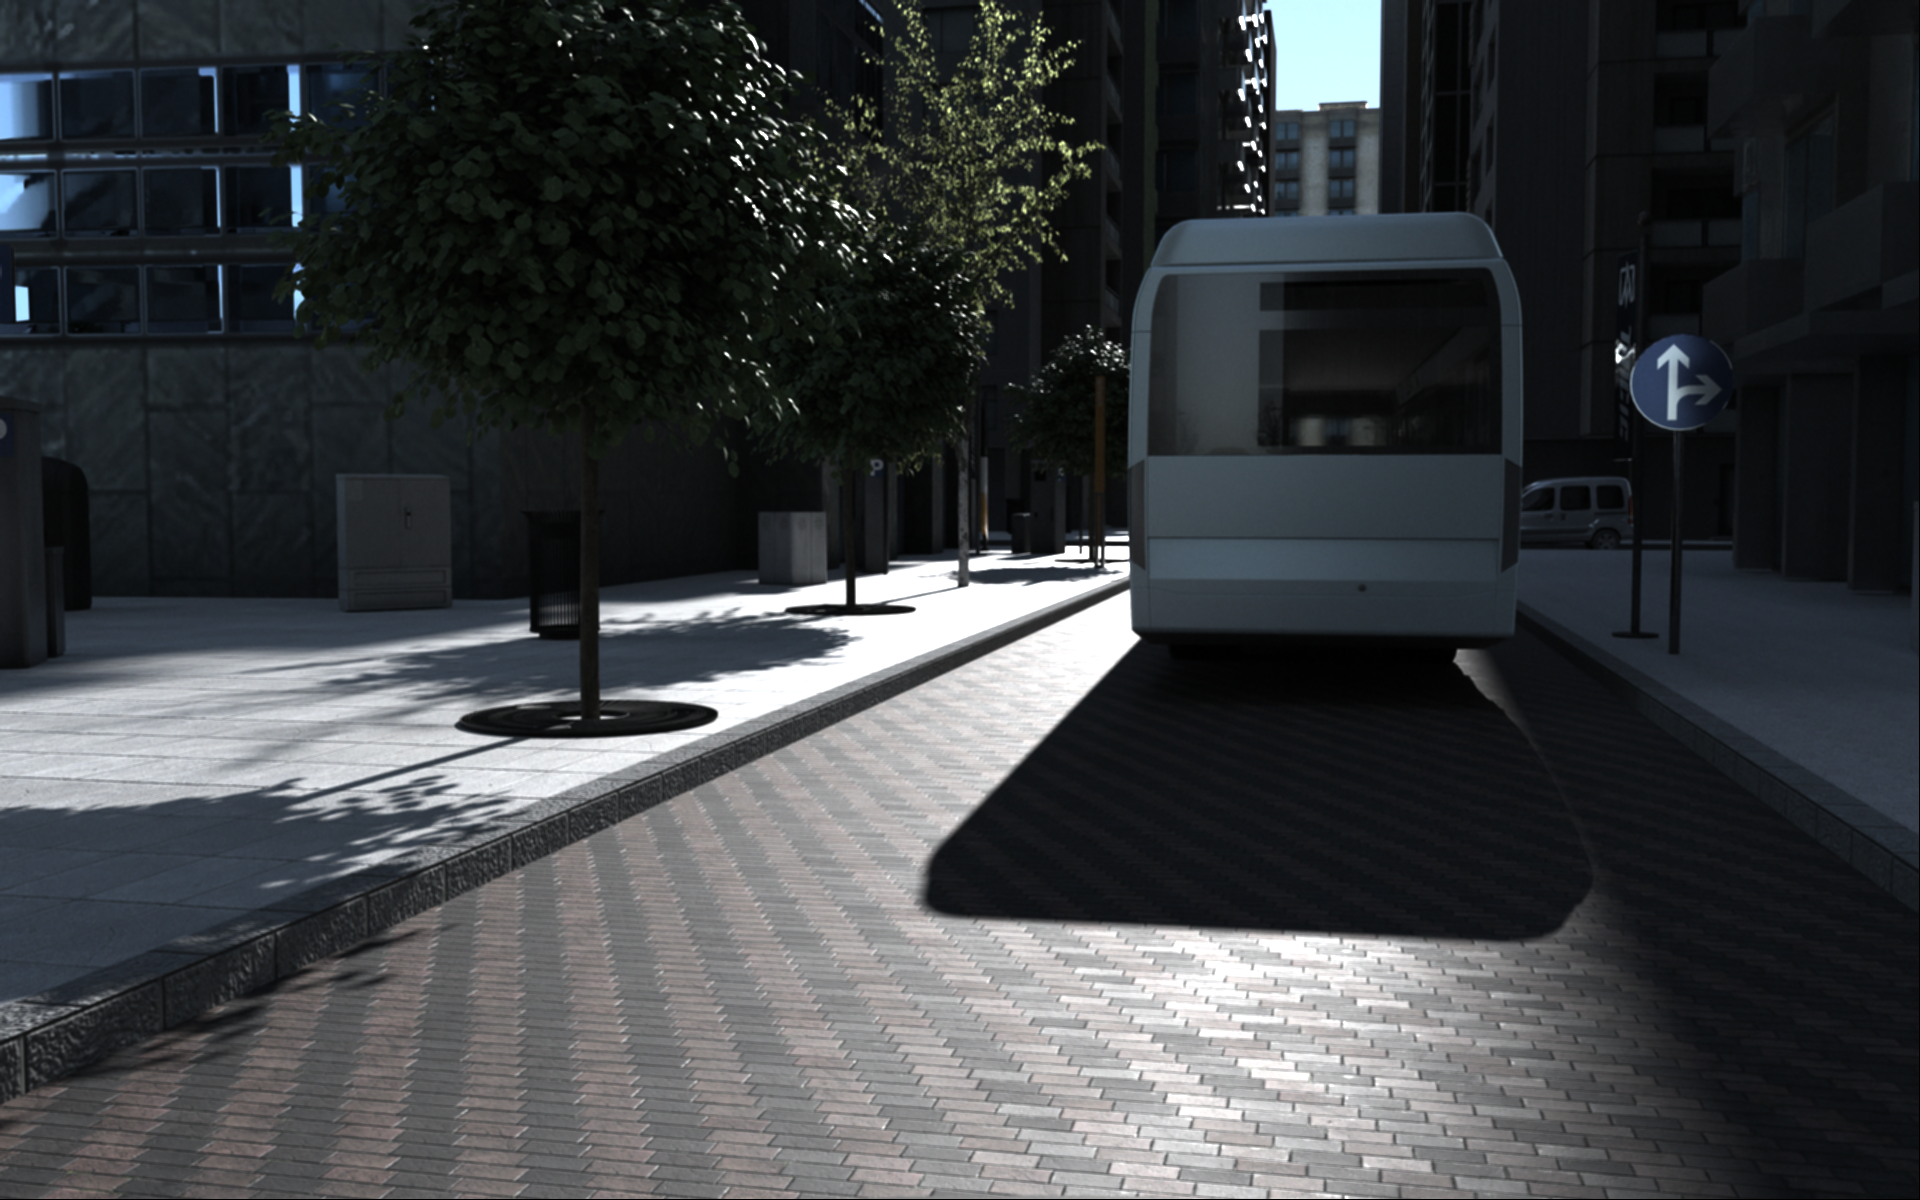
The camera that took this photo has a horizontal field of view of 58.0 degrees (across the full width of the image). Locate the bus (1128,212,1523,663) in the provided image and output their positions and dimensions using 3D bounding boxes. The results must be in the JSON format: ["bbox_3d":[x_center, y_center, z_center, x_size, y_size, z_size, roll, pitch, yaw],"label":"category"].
[{"bbox_3d":[3.599,-1.414,17.983,2.948,3.499,13.247,1,4,10],"label":"bus"}]

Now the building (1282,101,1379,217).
[{"bbox_3d":[46.927,-36.366,214.198,30.456,49.044,23.786,1,4,12],"label":"building"}]

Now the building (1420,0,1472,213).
[{"bbox_3d":[37.298,-40.881,106.655,20.563,71.187,20.611,1,4,12],"label":"building"}]

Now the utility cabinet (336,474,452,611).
[{"bbox_3d":[-6.242,-0.640,19.146,1.173,1.500,0.318,-3,5,-40],"label":"utility cabinet"}]

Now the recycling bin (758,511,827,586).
[{"bbox_3d":[-2.392,-0.745,24.735,0.722,1.027,0.722,3,4,38],"label":"recycling bin"}]

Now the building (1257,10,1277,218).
[{"bbox_3d":[21.801,-31.195,160.140,14.600,45.320,14.200,1,4,12],"label":"building"}]

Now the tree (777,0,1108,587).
[{"bbox_3d":[-0.190,-4.491,23.787,4.360,8.622,3.978,0,3,0],"label":"tree"}]

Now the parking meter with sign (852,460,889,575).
[{"bbox_3d":[-1.424,-1.960,28.313,0.543,3.016,1.738,-1,4,-17],"label":"parking meter with sign"}]

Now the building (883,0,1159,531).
[{"bbox_3d":[-0.287,-23.306,64.652,14.154,41.232,14.086,1,4,12],"label":"building"}]

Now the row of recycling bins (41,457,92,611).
[{"bbox_3d":[-10.577,-0.660,17.907,1.069,1.692,3.534,1,4,22],"label":"row of recycling bins"}]

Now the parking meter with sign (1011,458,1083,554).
[{"bbox_3d":[1.901,-2.510,37.301,1.738,3.016,0.543,2,4,35],"label":"parking meter with sign"}]

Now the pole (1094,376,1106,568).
[{"bbox_3d":[2.432,-2.215,30.055,0.158,3.312,0.155,0,3,0],"label":"pole"}]

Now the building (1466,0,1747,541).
[{"bbox_3d":[22.993,-22.513,51.683,14.086,41.232,14.154,1,4,12],"label":"building"}]

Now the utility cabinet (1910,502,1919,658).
[{"bbox_3d":[7.864,-0.169,13.929,0.306,1.237,1.020,2,4,25],"label":"utility cabinet"}]

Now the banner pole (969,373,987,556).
[{"bbox_3d":[0.306,-2.796,35.729,0.401,3.779,0.863,1,4,16],"label":"banner pole"}]

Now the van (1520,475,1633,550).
[{"bbox_3d":[14.036,-2.120,41.678,4.112,2.044,2.013,1,4,13],"label":"van"}]

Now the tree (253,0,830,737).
[{"bbox_3d":[-2.027,-1.587,9.653,4.285,4.588,4.351,0,3,0],"label":"tree"}]

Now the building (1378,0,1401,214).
[{"bbox_3d":[53.384,-38.813,176.583,21.231,58.520,28.212,1,4,12],"label":"building"}]

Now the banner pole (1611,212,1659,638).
[{"bbox_3d":[6.075,-1.570,15.695,0.401,3.779,0.863,0,4,0],"label":"banner pole"}]

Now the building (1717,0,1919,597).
[{"bbox_3d":[21.355,-24.313,17.125,23.786,49.044,30.456,1,4,12],"label":"building"}]

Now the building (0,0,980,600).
[{"bbox_3d":[-17.042,-43.955,31.332,31.000,86.520,22.319,1,4,12],"label":"building"}]

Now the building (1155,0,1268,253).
[{"bbox_3d":[12.857,-31.750,138.726,23.786,49.044,30.456,1,4,12],"label":"building"}]

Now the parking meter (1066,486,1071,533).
[{"bbox_3d":[3.456,-2.950,56.638,0.372,1.533,0.369,0,3,0],"label":"parking meter"}]

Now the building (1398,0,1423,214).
[{"bbox_3d":[39.858,-29.263,128.568,14.600,45.320,14.200,1,4,12],"label":"building"}]

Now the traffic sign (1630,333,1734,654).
[{"bbox_3d":[5.735,-0.839,13.830,0.768,2.556,0.104,1,4,18],"label":"traffic sign"}]

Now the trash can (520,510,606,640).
[{"bbox_3d":[-3.526,-0.231,15.429,0.748,1.137,0.748,0,3,0],"label":"trash can"}]

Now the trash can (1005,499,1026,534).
[{"bbox_3d":[1.781,-2.684,55.533,0.748,1.137,0.748,0,3,0],"label":"trash can"}]

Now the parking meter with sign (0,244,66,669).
[{"bbox_3d":[-7.116,-1.019,12.914,0.543,3.016,1.738,-1,4,-16],"label":"parking meter with sign"}]

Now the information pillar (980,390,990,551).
[{"bbox_3d":[0.549,-2.909,38.915,0.183,3.616,0.504,1,4,10],"label":"information pillar"}]
